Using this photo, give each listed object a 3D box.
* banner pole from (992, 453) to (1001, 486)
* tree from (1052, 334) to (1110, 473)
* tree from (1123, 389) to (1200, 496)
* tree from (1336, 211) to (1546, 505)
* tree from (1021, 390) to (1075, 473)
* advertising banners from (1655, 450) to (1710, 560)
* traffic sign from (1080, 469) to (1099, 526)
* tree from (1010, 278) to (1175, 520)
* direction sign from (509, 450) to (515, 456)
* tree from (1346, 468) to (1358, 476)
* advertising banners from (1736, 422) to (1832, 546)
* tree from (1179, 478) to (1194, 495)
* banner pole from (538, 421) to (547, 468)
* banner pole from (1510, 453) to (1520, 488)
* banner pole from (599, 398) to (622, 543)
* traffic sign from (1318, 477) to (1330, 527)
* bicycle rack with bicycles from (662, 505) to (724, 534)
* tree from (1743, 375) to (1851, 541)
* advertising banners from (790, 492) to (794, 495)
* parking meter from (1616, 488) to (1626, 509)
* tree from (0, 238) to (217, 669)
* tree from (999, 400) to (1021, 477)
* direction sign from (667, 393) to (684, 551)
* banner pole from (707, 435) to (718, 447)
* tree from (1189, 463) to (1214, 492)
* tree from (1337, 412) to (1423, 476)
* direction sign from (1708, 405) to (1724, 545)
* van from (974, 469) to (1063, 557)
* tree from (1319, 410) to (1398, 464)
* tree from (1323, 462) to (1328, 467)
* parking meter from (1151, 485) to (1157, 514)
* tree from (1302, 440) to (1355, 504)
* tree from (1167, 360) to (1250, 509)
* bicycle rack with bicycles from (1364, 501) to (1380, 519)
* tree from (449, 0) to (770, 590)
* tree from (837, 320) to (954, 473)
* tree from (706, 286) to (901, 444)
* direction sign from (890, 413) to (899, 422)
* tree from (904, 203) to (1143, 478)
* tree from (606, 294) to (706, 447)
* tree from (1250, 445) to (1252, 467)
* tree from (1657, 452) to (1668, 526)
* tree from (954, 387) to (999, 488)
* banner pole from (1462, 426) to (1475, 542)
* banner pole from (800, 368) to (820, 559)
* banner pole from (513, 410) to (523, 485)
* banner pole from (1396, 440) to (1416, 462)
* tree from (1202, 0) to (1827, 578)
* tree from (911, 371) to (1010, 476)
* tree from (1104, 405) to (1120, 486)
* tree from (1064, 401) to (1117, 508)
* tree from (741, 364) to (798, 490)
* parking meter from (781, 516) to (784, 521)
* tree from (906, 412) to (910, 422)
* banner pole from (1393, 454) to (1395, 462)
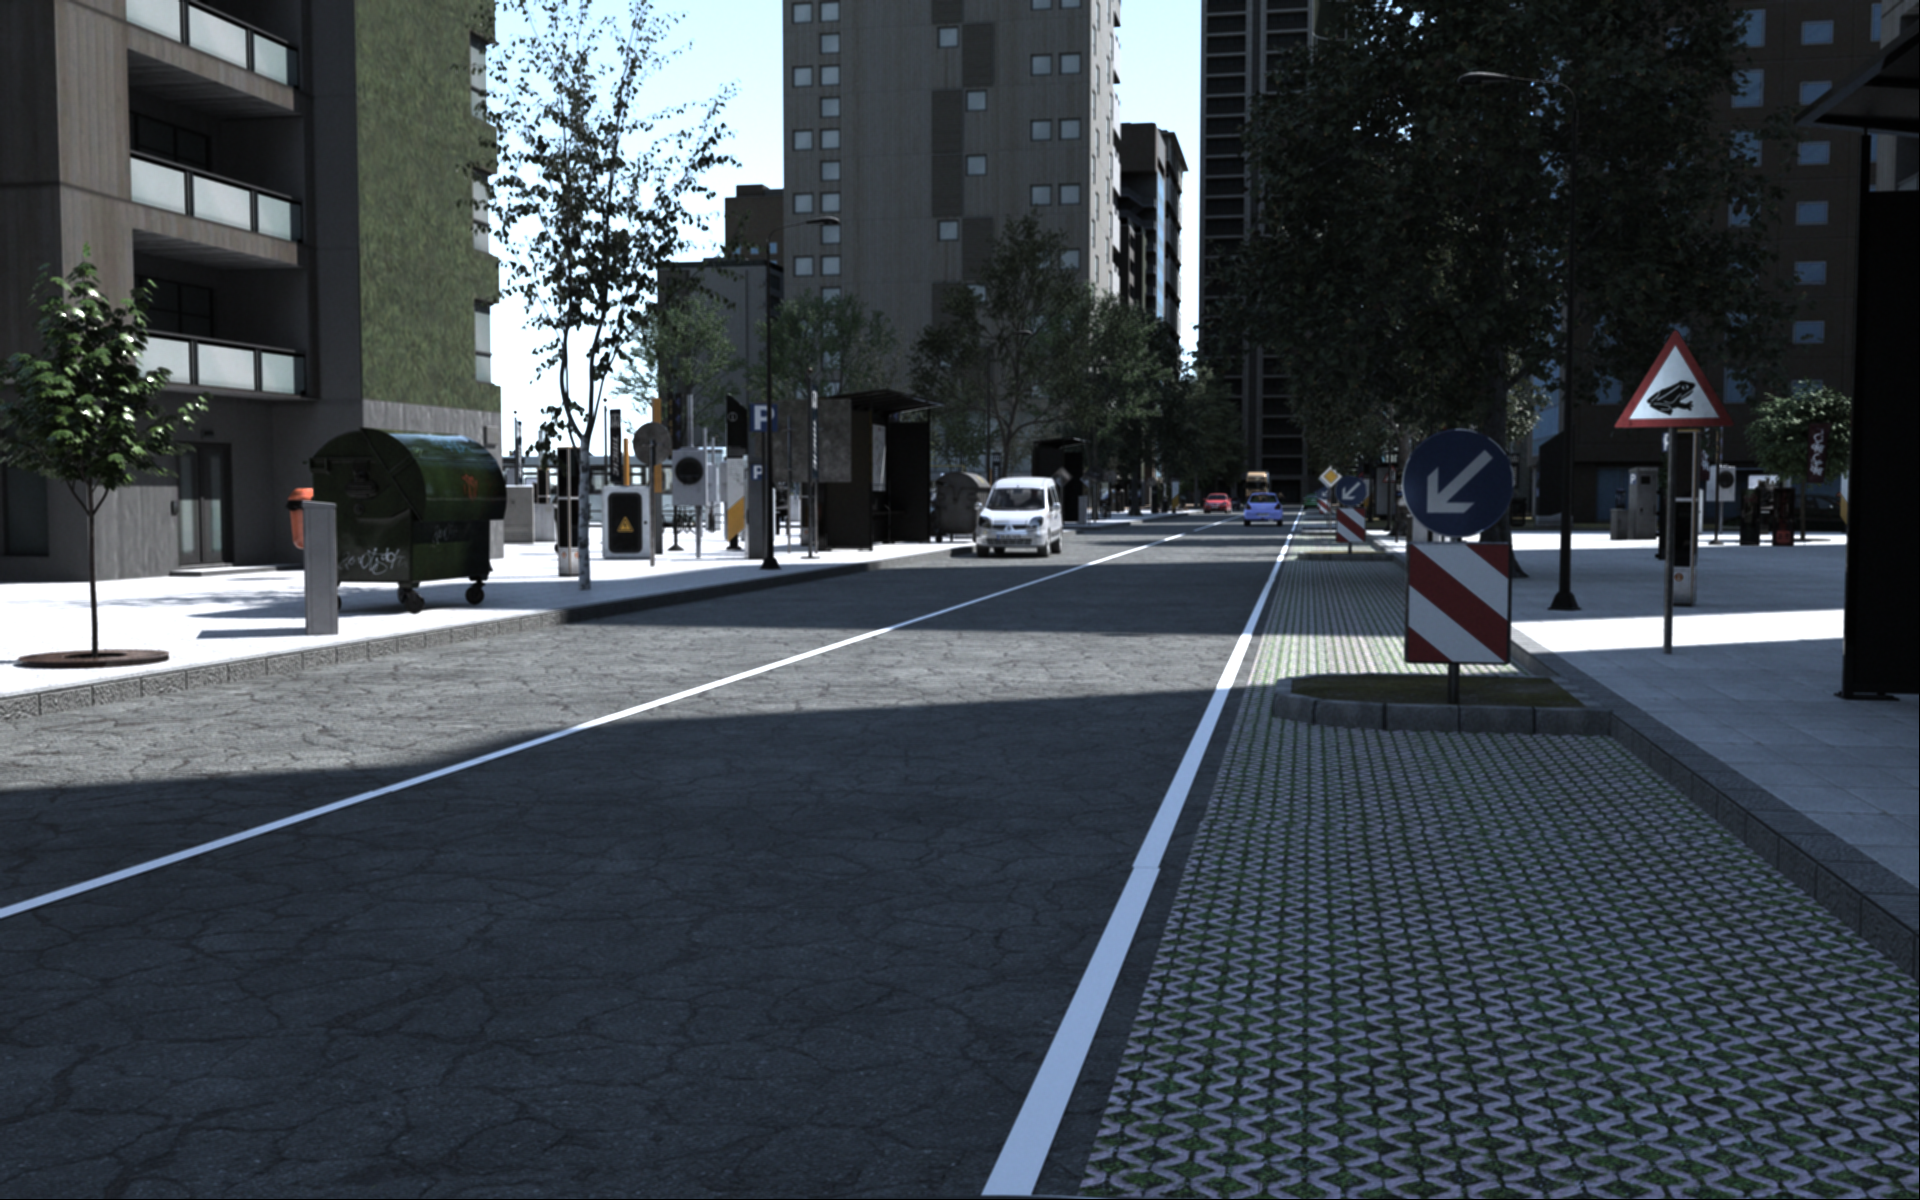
[{"bbox_3d":[1.775,-6.227,91.834,0.863,3.779,0.401,1,4,14],"label":"banner pole"},{"bbox_3d":[10.180,-11.287,101.557,9.611,12.733,9.660,0,3,0],"label":"tree"},{"bbox_3d":[14.231,-10.298,118.736,4.360,8.622,3.978,0,3,0],"label":"tree"},{"bbox_3d":[12.268,-5.648,42.709,4.737,8.622,4.395,0,3,0],"label":"tree"},{"bbox_3d":[6.882,-10.692,125.181,4.360,8.622,3.978,0,3,0],"label":"tree"},{"bbox_3d":[14.353,-2.327,34.234,2.074,3.025,0.090,-3,5,-39],"label":"advertising banners"},{"bbox_3d":[5.209,-4.040,69.702,0.795,2.450,0.064,1,4,11],"label":"traffic sign"},{"bbox_3d":[6.468,-9.731,84.862,9.928,11.665,9.643,0,3,0],"label":"tree"},{"bbox_3d":[-23.038,-5.943,89.165,0.379,3.537,0.876,0,4,5],"label":"direction sign"},{"bbox_3d":[29.006,-8.158,127.981,1.663,3.219,1.824,0,3,0],"label":"tree"},{"bbox_3d":[20.338,-2.850,42.781,2.074,3.025,0.090,2,4,30],"label":"advertising banners"},{"bbox_3d":[17.639,-8.806,138.587,1.663,3.219,1.824,0,3,0],"label":"tree"},{"bbox_3d":[-14.267,-4.237,59.285,0.401,3.779,0.863,-3,4,-38],"label":"banner pole"},{"bbox_3d":[29.844,-6.345,93.752,0.863,3.779,0.401,1,4,11],"label":"banner pole"},{"bbox_3d":[-9.014,-3.353,44.846,0.863,3.779,0.401,3,5,39],"label":"banner pole"},{"bbox_3d":[14.415,-3.926,67.836,0.795,2.450,0.064,1,4,11],"label":"traffic sign"},{"bbox_3d":[-8.813,-2.660,56.865,2.852,0.926,2.925,-1,4,-21],"label":"bicycle rack with bicycles"},{"bbox_3d":[23.452,-3.926,47.906,4.285,4.588,4.351,0,3,0],"label":"tree"},{"bbox_3d":[-13.433,-8.406,133.620,0.090,3.025,2.074,2,4,35],"label":"advertising banners"},{"bbox_3d":[27.767,-3.939,72.816,0.372,1.533,0.369,0,3,0],"label":"parking meter"},{"bbox_3d":[-6.519,-1.140,13.239,1.663,3.219,1.824,0,3,0],"label":"tree"},{"bbox_3d":[3.832,-11.059,131.178,4.360,8.622,3.978,0,3,0],"label":"tree"},{"bbox_3d":[-6.437,-2.883,39.131,0.379,3.537,0.876,-2,4,-28],"label":"direction sign"},{"bbox_3d":[-10.551,-5.139,74.038,0.863,3.779,0.401,3,5,42],"label":"banner pole"},{"bbox_3d":[21.756,-10.770,159.797,4.285,4.588,4.351,0,3,0],"label":"tree"},{"bbox_3d":[19.012,-7.535,73.553,4.360,8.622,3.978,0,3,0],"label":"tree"},{"bbox_3d":[19.182,-3.171,43.842,0.379,3.537,0.876,2,4,34],"label":"direction sign"},{"bbox_3d":[1.424,-2.058,40.666,2.013,2.044,4.112,1,4,9],"label":"van"},{"bbox_3d":[26.036,-10.804,111.058,7.601,10.594,8.767,2,4,26],"label":"tree"},{"bbox_3d":[24.321,-9.366,103.494,4.737,8.622,4.395,0,3,0],"label":"tree"},{"bbox_3d":[12.796,-6.627,114.067,0.255,1.863,0.399,2,4,35],"label":"parking meter"},{"bbox_3d":[46.500,-18.263,216.721,7.486,12.596,7.792,0,3,0],"label":"tree"},{"bbox_3d":[20.088,-13.966,146.478,7.486,12.596,7.792,0,3,0],"label":"tree"},{"bbox_3d":[21.710,-4.709,90.379,2.852,0.926,2.925,0,4,-1],"label":"bicycle rack with bicycles"},{"bbox_3d":[-4.906,-4.453,23.164,4.360,8.622,3.978,0,3,0],"label":"tree"},{"bbox_3d":[-3.292,-7.578,74.257,4.360,8.622,3.978,0,3,0],"label":"tree"},{"bbox_3d":[-6.976,-9.779,85.648,9.928,11.665,9.643,0,3,0],"label":"tree"},{"bbox_3d":[-1.804,-3.312,46.147,0.379,3.537,0.876,-2,4,-25],"label":"direction sign"},{"bbox_3d":[1.542,-7.425,55.804,7.601,10.594,8.767,3,5,40],"label":"tree"},{"bbox_3d":[-14.633,-9.991,89.109,9.928,11.665,9.643,0,3,0],"label":"tree"},{"bbox_3d":[27.435,-16.468,187.380,7.486,12.596,7.792,0,3,0],"label":"tree"},{"bbox_3d":[28.477,-4.578,69.446,1.663,3.219,1.824,0,3,0],"label":"tree"},{"bbox_3d":[-0.512,-9.626,107.742,4.360,8.622,3.978,0,3,0],"label":"tree"},{"bbox_3d":[13.676,-3.463,46.634,0.863,3.779,0.401,-1,4,-19],"label":"banner pole"},{"bbox_3d":[-2.941,-2.729,34.635,0.401,3.779,0.863,1,4,10],"label":"banner pole"},{"bbox_3d":[-13.224,-3.785,51.901,0.401,3.779,0.863,0,4,3],"label":"banner pole"},{"bbox_3d":[15.248,-4.200,58.683,0.401,3.779,0.863,-1,4,-21],"label":"banner pole"},{"bbox_3d":[8.179,-6.699,26.530,9.611,12.733,9.660,0,3,0],"label":"tree"},{"bbox_3d":[0.507,-9.276,102.021,4.737,8.622,4.395,0,3,0],"label":"tree"},{"bbox_3d":[11.972,-11.539,139.031,4.360,8.622,3.978,0,3,0],"label":"tree"},{"bbox_3d":[9.938,-10.998,130.184,4.737,8.622,4.395,0,3,0],"label":"tree"},{"bbox_3d":[-10.416,-9.034,98.074,4.737,8.622,4.395,0,3,0],"label":"tree"},{"bbox_3d":[-8.222,-4.455,81.243,0.372,1.533,0.369,0,3,0],"label":"parking meter"},{"bbox_3d":[-3.137,-11.310,135.281,4.737,8.622,4.395,0,3,0],"label":"tree"},{"bbox_3d":[25.257,-6.737,100.175,0.863,3.779,0.401,-1,4,-22],"label":"banner pole"}]
